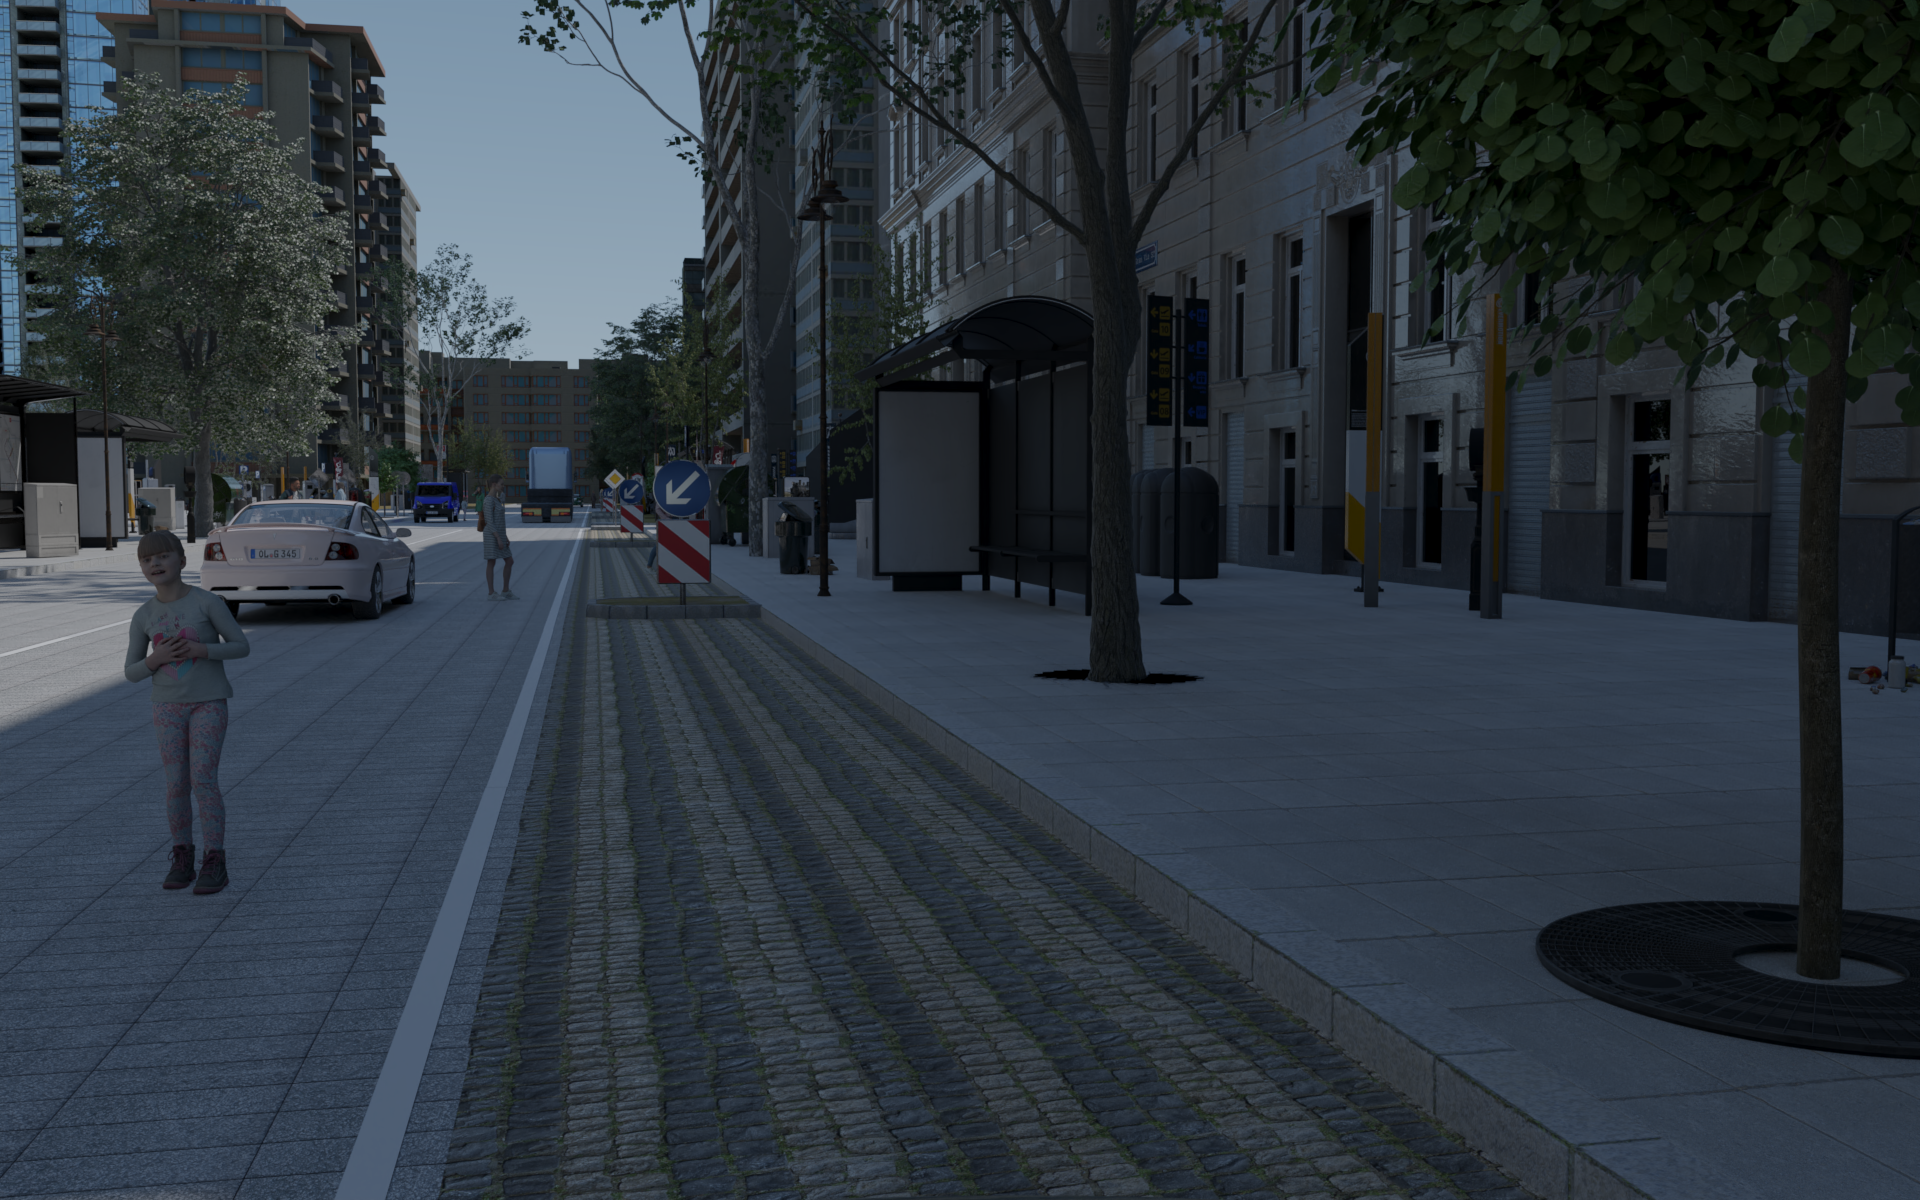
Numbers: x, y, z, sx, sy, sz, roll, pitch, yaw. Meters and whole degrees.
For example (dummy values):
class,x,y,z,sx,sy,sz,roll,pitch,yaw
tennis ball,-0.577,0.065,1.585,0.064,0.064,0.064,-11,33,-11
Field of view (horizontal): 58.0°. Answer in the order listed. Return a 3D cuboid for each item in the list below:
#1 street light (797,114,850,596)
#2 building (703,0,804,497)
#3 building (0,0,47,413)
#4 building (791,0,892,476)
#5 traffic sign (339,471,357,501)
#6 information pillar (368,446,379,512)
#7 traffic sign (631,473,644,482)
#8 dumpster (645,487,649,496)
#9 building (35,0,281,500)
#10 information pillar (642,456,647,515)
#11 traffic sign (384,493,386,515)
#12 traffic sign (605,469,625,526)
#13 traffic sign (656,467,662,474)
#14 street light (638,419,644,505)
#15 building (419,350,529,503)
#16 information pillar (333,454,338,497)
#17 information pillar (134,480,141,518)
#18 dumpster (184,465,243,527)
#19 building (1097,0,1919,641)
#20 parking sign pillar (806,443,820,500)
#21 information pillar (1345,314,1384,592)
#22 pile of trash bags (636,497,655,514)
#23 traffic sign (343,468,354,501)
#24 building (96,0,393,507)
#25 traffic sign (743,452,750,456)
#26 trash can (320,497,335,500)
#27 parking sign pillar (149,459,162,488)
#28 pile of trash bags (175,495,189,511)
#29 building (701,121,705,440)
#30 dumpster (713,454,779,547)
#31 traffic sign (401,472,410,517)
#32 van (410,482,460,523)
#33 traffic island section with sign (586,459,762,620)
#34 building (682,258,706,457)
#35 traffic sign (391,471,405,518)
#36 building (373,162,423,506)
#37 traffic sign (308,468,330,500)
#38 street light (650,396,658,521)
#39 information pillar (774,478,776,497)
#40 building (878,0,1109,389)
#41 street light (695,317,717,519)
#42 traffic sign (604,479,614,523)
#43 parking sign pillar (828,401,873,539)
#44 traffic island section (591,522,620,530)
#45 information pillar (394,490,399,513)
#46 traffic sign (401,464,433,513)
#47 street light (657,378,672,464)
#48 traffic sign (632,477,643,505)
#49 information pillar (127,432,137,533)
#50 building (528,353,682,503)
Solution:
class,x,y,z,sx,sy,sz,roll,pitch,yaw
street light,-1.707,-2.985,21.595,0.468,5.910,1.993,-1,4,-12
building,-13.141,-33.212,166.720,21.300,48.544,21.600,-1,4,-12
building,-101.485,-53.833,192.844,31.000,86.520,22.319,-1,4,-12
building,2.920,-25.117,102.538,23.993,40.220,32.217,-1,4,-12
traffic sign,-26.361,-4.341,74.624,0.795,2.450,0.064,-1,4,-12
information pillar,-28.730,-5.719,84.855,0.183,3.616,0.504,3,4,36
traffic sign,-19.244,-6.317,103.386,0.768,2.556,0.104,0,4,-6
dumpster,-25.723,-8.398,139.796,1.502,2.255,1.985,-1,4,-12
building,-105.134,-56.532,236.962,31.000,86.520,22.319,-1,4,-12
information pillar,-19.605,-7.089,107.266,0.183,3.616,0.504,1,4,11
traffic sign,-35.609,-6.549,107.184,0.768,2.556,0.104,0,4,-6
traffic sign,-13.750,-4.004,69.103,0.795,2.450,0.064,-1,4,-12
traffic sign,-10.809,-3.737,63.227,0.606,2.300,0.079,-1,4,-10
street light,-19.253,-8.067,104.687,0.468,5.910,1.993,-1,4,-12
building,-76.018,-24.717,249.167,28.899,21.520,27.650,-1,4,-12
information pillar,-36.061,-6.651,100.098,0.183,3.616,0.504,0,4,7
information pillar,-44.400,-5.444,93.493,0.304,2.012,0.304,3,4,37
dumpster,-24.991,-3.394,57.978,1.502,2.255,1.985,-1,4,-12
building,11.448,-14.055,27.059,12.463,27.353,25.104,-1,4,-12
parking sign pillar,-6.952,-5.891,84.782,1.447,3.967,1.447,3,5,42
information pillar,5.285,-1.911,22.597,0.504,3.616,0.183,-1,4,-14
pile of trash bags,-19.191,-6.136,110.079,1.912,1.369,3.447,2,4,23
traffic sign,-30.539,-5.263,86.150,0.768,2.556,0.104,0,4,-3
building,-64.597,-30.812,158.406,22.147,44.769,28.867,-1,4,-12
traffic sign,-6.484,-3.235,53.005,0.768,2.556,0.104,0,4,-5
trash can,-26.926,-3.811,73.961,0.748,1.137,0.748,0,3,0
parking sign pillar,-57.721,-8.304,124.236,1.447,3.967,1.447,0,4,-6
pile of trash bags,-60.508,-7.693,135.531,1.912,1.369,3.447,2,4,23
building,-16.979,-35.036,192.449,23.786,49.044,30.456,-1,4,-12
dumpster,-5.318,-2.477,42.987,1.502,2.255,1.985,-1,4,-12
traffic sign,-31.571,-6.005,98.281,0.768,2.556,0.104,-1,4,-10
van,-26.493,-5.093,87.650,2.240,2.365,5.245,-1,4,-12
traffic island section with sign,-3.447,-0.734,20.631,1.989,1.847,2.006,-1,4,-12
building,-27.171,-27.027,213.597,14.160,30.474,14.107,-1,4,-12
traffic sign,-30.744,-5.783,94.650,0.768,2.556,0.104,-1,4,-9
building,-73.280,-30.697,193.780,23.993,40.220,32.217,-1,4,-12
traffic sign,-24.706,-3.864,66.812,0.795,2.450,0.064,-1,4,-12
street light,-14.302,-6.648,81.479,0.468,5.910,1.993,-1,4,-12
information pillar,-8.797,-4.683,81.056,0.304,2.012,0.304,-3,4,-39
building,5.472,-15.564,51.739,12.463,27.353,25.104,-1,4,-12
street light,-6.632,-4.438,45.342,0.468,5.910,1.993,-1,4,-12
traffic sign,-15.405,-4.482,76.915,0.795,2.450,0.064,-1,4,-12
parking sign pillar,-3.056,-3.733,49.502,1.447,3.967,1.447,0,4,7
traffic island section,-15.383,-3.347,76.997,2.009,0.180,2.903,-1,4,-12
information pillar,-37.657,-6.803,115.726,0.304,2.012,0.304,-1,4,-8
traffic sign,-37.358,-7.652,118.977,2.265,3.308,0.079,0,4,-5
street light,-11.622,-5.870,68.755,0.468,5.910,1.993,-1,4,-12
traffic sign,-18.507,-5.953,99.455,0.606,2.300,0.079,0,4,-7
information pillar,-27.114,-3.993,56.638,0.183,3.616,0.504,-1,4,-14
building,-47.560,-25.029,254.264,28.899,21.520,27.650,-1,4,-12
